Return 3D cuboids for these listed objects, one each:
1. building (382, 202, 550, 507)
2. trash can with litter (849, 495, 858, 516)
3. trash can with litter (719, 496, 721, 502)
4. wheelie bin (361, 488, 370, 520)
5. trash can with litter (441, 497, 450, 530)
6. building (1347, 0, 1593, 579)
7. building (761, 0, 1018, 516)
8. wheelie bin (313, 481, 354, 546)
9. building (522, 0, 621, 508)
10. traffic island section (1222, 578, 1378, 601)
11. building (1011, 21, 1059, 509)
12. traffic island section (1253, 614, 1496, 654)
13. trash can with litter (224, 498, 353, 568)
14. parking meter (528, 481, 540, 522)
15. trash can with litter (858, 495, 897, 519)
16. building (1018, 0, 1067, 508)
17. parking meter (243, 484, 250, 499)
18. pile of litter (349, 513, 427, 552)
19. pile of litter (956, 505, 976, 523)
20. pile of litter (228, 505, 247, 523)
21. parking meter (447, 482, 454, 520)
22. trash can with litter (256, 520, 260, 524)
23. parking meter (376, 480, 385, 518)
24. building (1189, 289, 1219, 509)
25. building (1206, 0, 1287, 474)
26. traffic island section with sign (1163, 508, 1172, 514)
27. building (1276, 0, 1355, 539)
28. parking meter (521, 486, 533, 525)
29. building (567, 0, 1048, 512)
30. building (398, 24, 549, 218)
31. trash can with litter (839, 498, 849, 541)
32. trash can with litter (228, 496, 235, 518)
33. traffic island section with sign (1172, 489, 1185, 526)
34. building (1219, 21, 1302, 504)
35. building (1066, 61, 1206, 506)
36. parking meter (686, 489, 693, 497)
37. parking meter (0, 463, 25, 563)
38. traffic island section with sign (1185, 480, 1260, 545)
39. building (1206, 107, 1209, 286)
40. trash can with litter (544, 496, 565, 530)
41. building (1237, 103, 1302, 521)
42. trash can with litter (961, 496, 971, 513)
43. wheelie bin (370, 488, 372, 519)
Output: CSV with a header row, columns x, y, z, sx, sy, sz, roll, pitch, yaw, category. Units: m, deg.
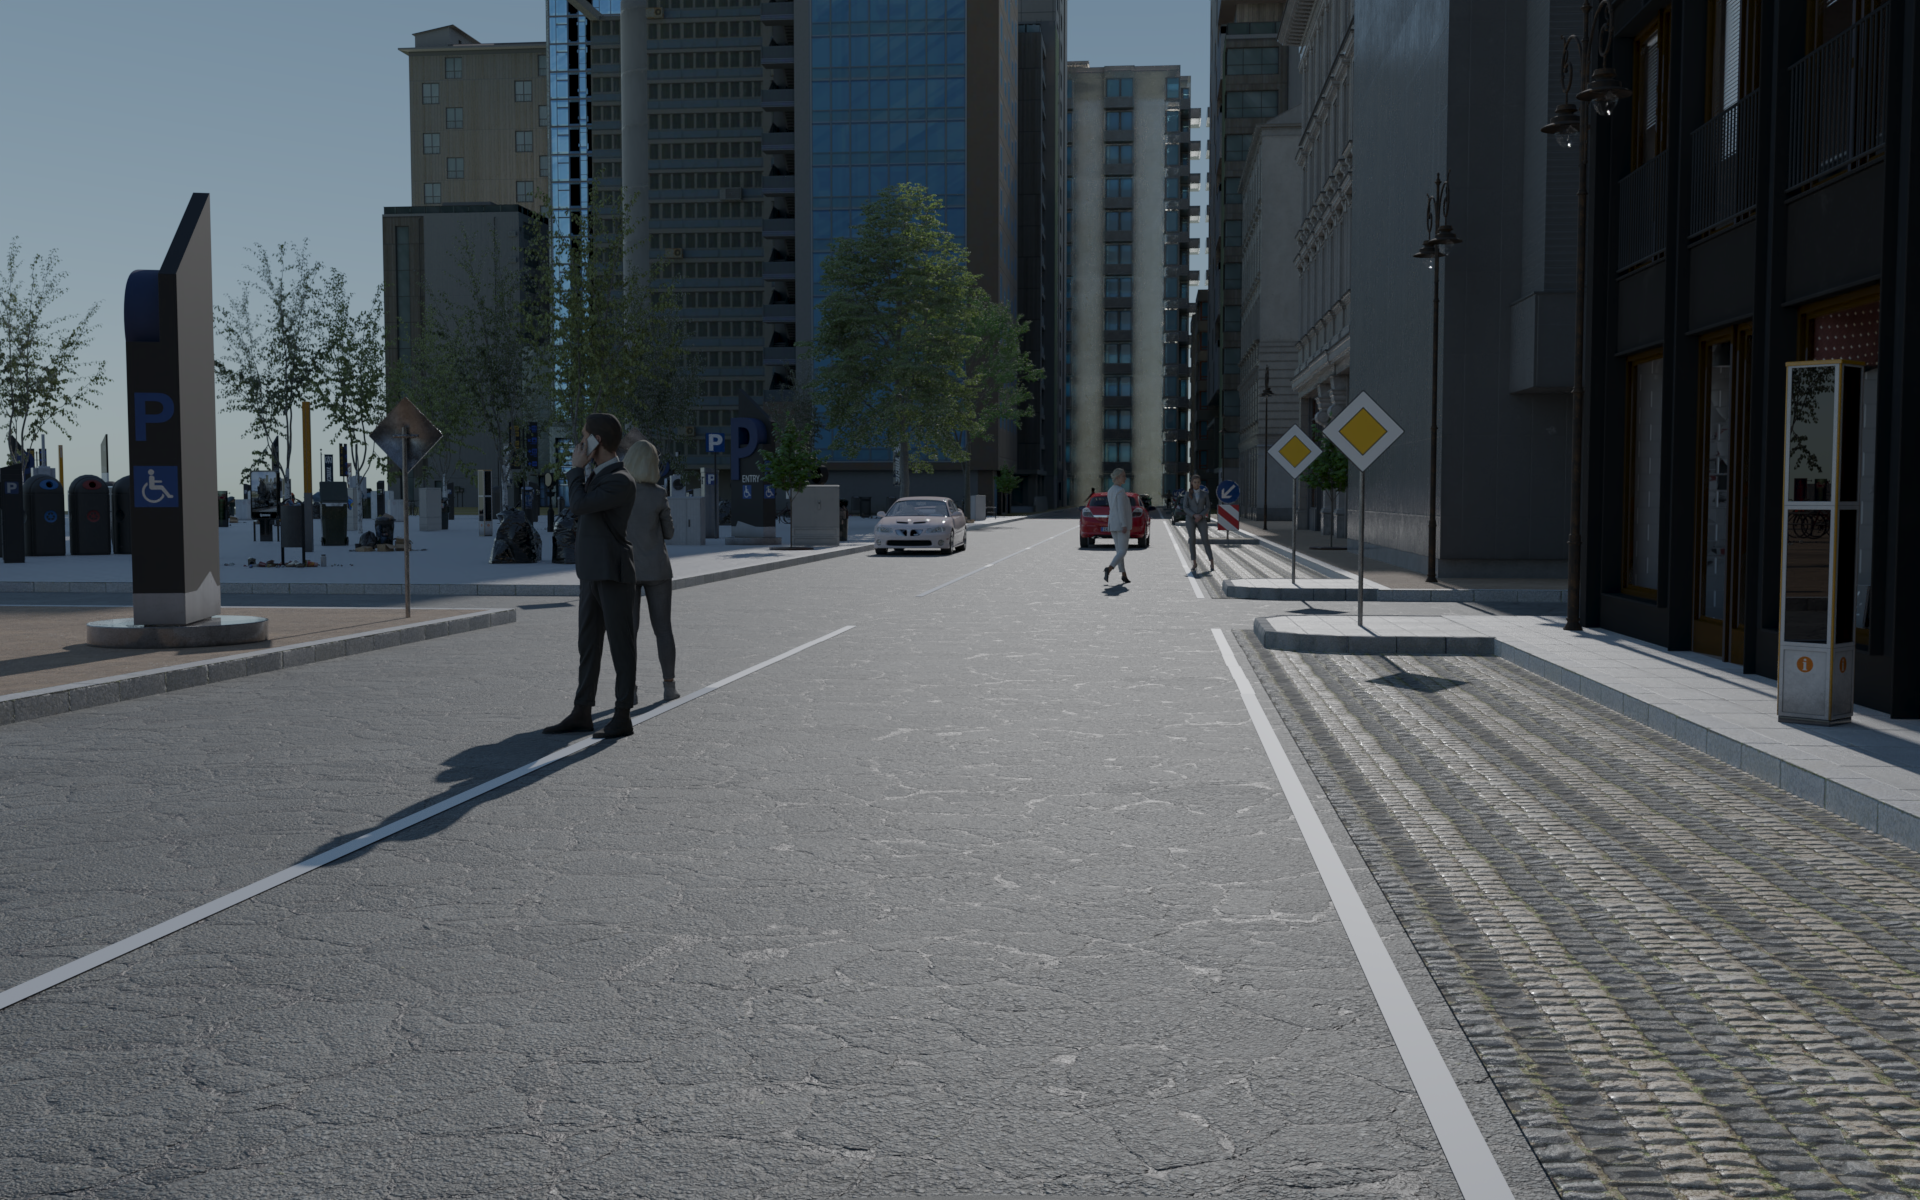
x,y,z,sx,sy,sz,roll,pitch,yaw,category
-48.634,-24.679,175.209,14.107,30.474,14.160,0,4,6,building
-6.391,-5.430,99.839,2.233,1.210,1.678,0,4,-1,trash can with litter
-12.920,-4.768,89.015,2.233,1.210,1.678,-3,5,-42,trash can with litter
-29.425,-4.675,84.338,0.693,1.594,0.980,0,4,6,wheelie bin
-18.835,-3.105,62.162,1.055,1.170,0.624,1,4,20,trash can with litter
22.697,-12.862,29.356,30.058,24.678,14.314,0,4,6,building
-3.839,-27.997,107.869,14.600,45.320,14.200,0,4,6,building
-15.593,-2.148,43.033,0.980,1.594,0.693,-2,4,-24,wheelie bin
-26.469,-52.282,167.488,31.000,86.520,22.319,0,4,6,building
4.804,-0.157,24.856,2.009,0.180,2.903,0,4,6,traffic island section
0.882,-28.283,146.029,14.154,41.232,14.086,0,4,6,building
3.928,0.328,16.919,2.009,0.180,2.903,0,4,6,traffic island section
-12.062,-1.206,30.771,2.233,1.210,1.678,2,4,25,trash can with litter
-19.562,-4.510,79.445,0.399,1.863,0.255,1,4,9,parking meter
-3.944,-4.842,90.216,2.233,1.210,1.678,0,4,5,trash can with litter
-0.424,-44.535,166.405,20.611,71.187,20.563,0,4,6,building
-39.447,-5.517,95.920,0.399,1.863,0.255,1,4,19,parking meter
-12.857,-1.532,39.010,1.719,0.858,1.176,-1,4,-16,pile of litter
0.109,-3.827,76.529,1.176,0.858,1.719,0,4,7,pile of litter
-32.522,-3.841,76.767,1.719,0.858,1.176,-1,4,-17,pile of litter
-25.344,-4.910,85.988,0.399,1.863,0.255,0,4,-5,parking meter
-29.451,-3.804,73.578,1.055,1.170,0.624,-3,5,-44,trash can with litter
-24.621,-4.154,73.636,0.255,1.863,0.399,0,4,-3,parking meter
35.380,-19.218,159.260,27.650,21.520,28.899,0,4,6,building
32.591,-33.061,129.785,28.713,52.752,27.495,0,4,6,building
15.985,-7.179,125.997,1.989,1.847,2.006,0,4,6,traffic island section with sign
16.437,-12.819,60.501,10.553,20.767,40.483,0,4,6,building
-14.019,-2.917,56.112,0.372,1.533,0.369,0,3,0,parking meter
-9.955,-26.682,128.133,32.217,40.220,23.993,0,4,6,building
-46.088,-37.542,203.053,27.495,52.752,28.713,0,4,6,building
-3.389,-2.193,47.241,0.624,1.170,1.055,-1,4,-16,trash can with litter
-38.428,-4.854,90.744,0.624,1.170,1.055,2,4,24,trash can with litter
10.582,-4.183,77.018,1.989,1.847,2.006,0,4,6,traffic island section with sign
23.494,-20.661,109.507,14.160,30.474,14.107,0,4,6,building
11.449,-35.170,194.634,30.456,49.044,23.786,0,4,6,building
-14.314,-5.092,91.657,0.372,1.533,0.369,0,3,0,parking meter
-17.640,-1.620,32.197,0.399,1.863,0.255,-2,4,-32,parking meter
7.567,-2.518,49.794,1.989,1.847,2.006,0,4,6,traffic island section with sign
42.329,-34.939,190.861,30.456,49.044,23.786,0,4,6,building
-14.479,-3.131,62.242,1.678,1.210,2.233,0,4,-5,trash can with litter
19.660,-14.714,89.724,9.793,20.994,18.267,0,4,6,building
0.607,-5.276,97.648,1.055,1.170,0.624,0,4,-1,trash can with litter
-30.863,-5.034,90.208,0.980,1.594,0.693,2,4,28,wheelie bin
